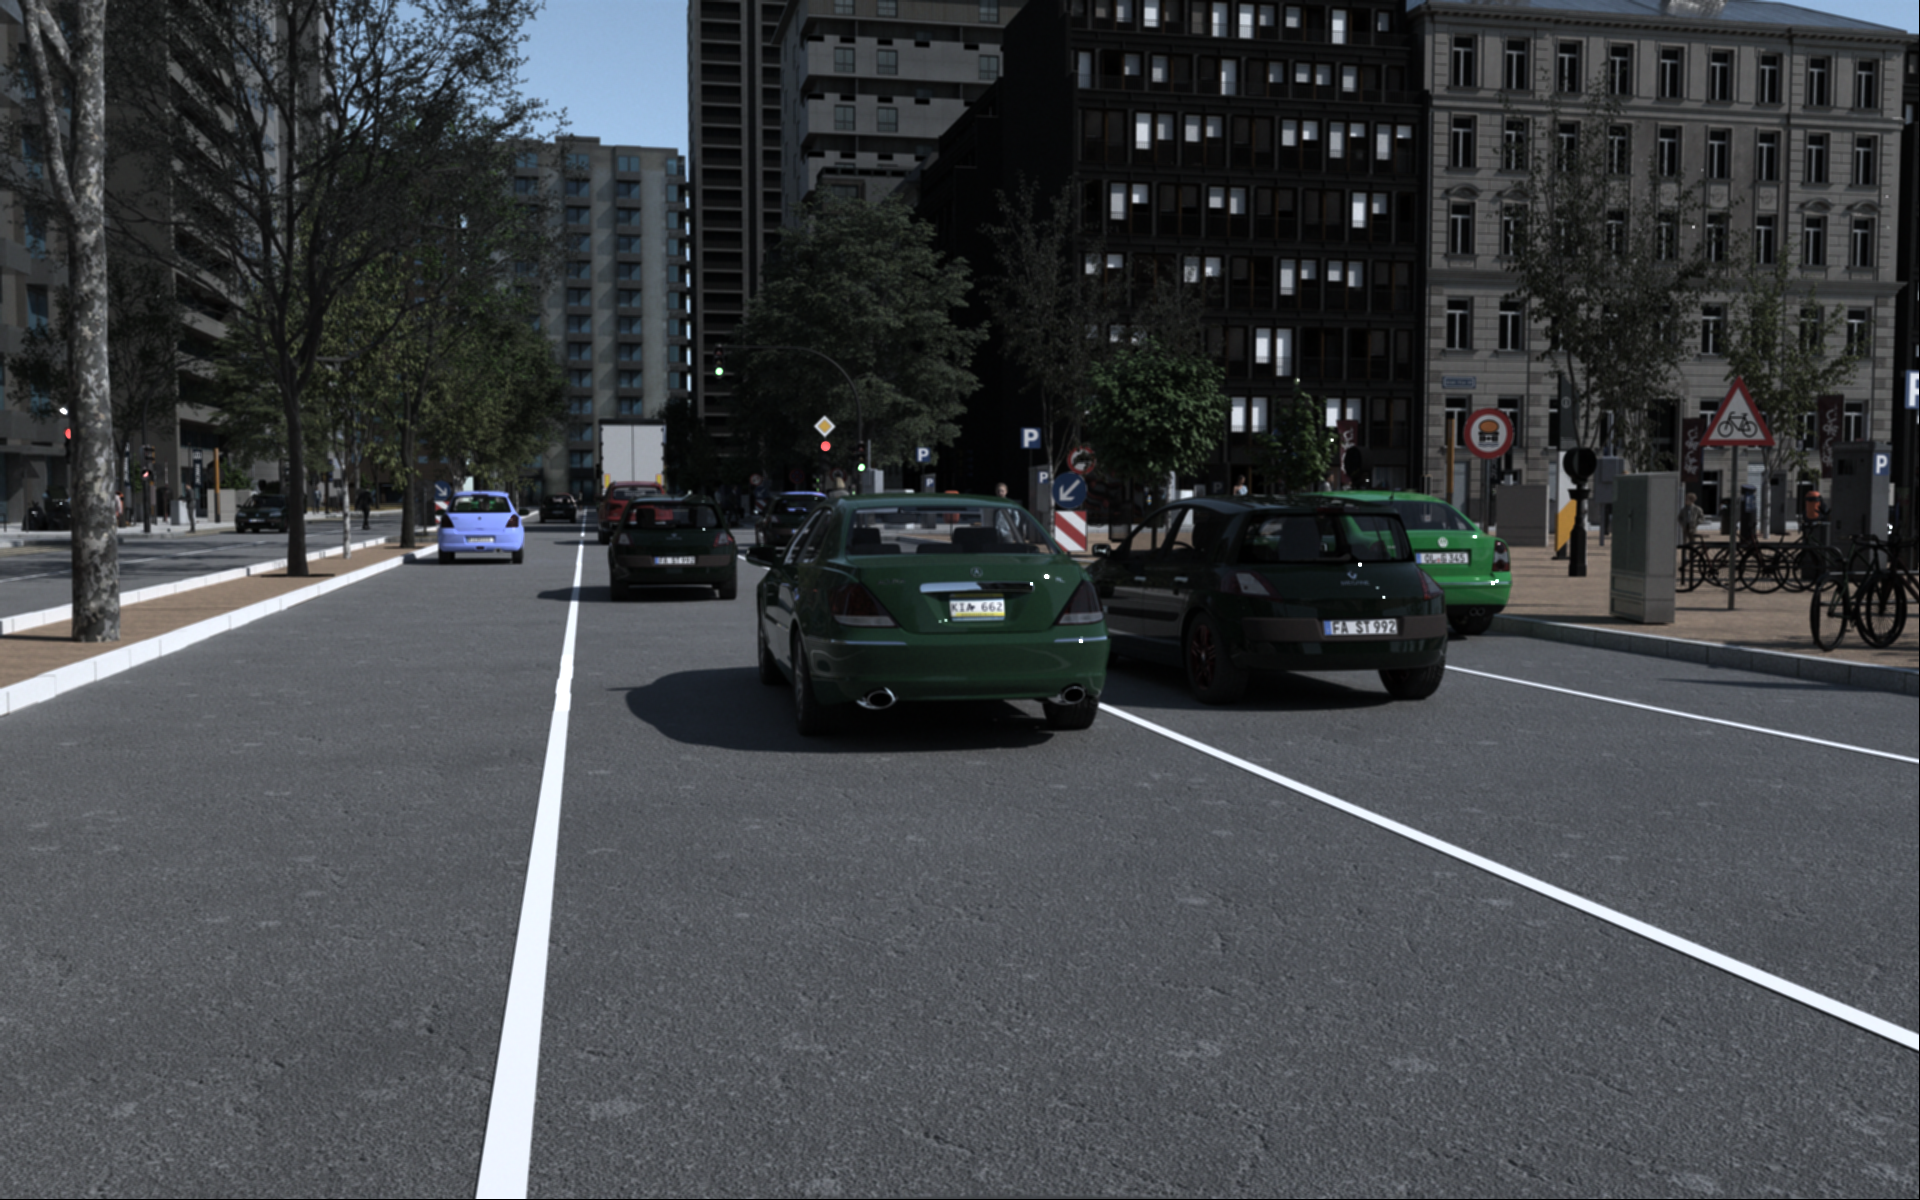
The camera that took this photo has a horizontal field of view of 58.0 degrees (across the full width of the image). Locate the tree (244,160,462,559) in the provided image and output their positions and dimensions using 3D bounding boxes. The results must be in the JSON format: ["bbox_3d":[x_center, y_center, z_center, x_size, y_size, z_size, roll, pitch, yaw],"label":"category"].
[{"bbox_3d":[-13.415,-5.190,37.681,4.737,8.622,4.395,0,3,0],"label":"tree"}]

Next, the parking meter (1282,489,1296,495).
[{"bbox_3d":[9.163,-2.438,48.264,0.372,1.533,0.369,0,3,0],"label":"parking meter"}]

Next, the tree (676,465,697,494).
[{"bbox_3d":[-28.230,-12.105,181.627,4.285,4.588,4.351,0,3,0],"label":"tree"}]

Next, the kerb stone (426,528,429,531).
[{"bbox_3d":[-19.512,-2.484,62.945,0.120,0.150,1.000,-1,4,-12],"label":"kerb stone"}]

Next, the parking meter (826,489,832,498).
[{"bbox_3d":[-6.284,-4.517,82.270,0.372,1.533,0.369,0,3,0],"label":"parking meter"}]

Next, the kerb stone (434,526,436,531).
[{"bbox_3d":[-20.163,-2.675,65.959,0.120,0.150,1.000,-1,4,-12],"label":"kerb stone"}]

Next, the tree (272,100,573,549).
[{"bbox_3d":[-14.348,-7.142,44.977,9.928,11.665,9.643,0,3,0],"label":"tree"}]

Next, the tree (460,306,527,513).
[{"bbox_3d":[-17.770,-6.616,60.990,4.737,8.622,4.395,0,3,0],"label":"tree"}]

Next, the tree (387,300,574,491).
[{"bbox_3d":[-21.878,-8.702,79.147,8.767,10.594,7.601,-1,4,-12],"label":"tree"}]

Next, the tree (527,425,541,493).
[{"bbox_3d":[-25.136,-8.631,93.938,4.737,8.622,4.395,0,3,0],"label":"tree"}]

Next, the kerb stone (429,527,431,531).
[{"bbox_3d":[-19.727,-2.553,63.946,0.120,0.150,1.000,-1,4,-12],"label":"kerb stone"}]

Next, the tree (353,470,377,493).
[{"bbox_3d":[-47.159,-8.711,137.032,1.663,3.219,1.824,0,3,0],"label":"tree"}]

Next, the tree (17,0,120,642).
[{"bbox_3d":[-9.755,-9.691,16.794,12.611,20.169,13.585,0,3,0],"label":"tree"}]

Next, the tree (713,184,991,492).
[{"bbox_3d":[-3.728,-10.075,71.379,9.857,13.997,8.962,0,3,0],"label":"tree"}]

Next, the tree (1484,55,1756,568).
[{"bbox_3d":[10.857,-4.842,29.533,4.360,8.622,3.978,0,3,0],"label":"tree"}]

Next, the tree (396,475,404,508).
[{"bbox_3d":[-50.314,-9.873,156.028,1.663,3.219,1.824,0,3,0],"label":"tree"}]

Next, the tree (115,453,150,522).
[{"bbox_3d":[-38.425,-5.280,80.933,1.663,3.219,1.824,0,3,0],"label":"tree"}]

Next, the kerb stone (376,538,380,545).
[{"bbox_3d":[-16.376,-1.600,48.352,0.120,0.150,1.000,-1,4,-12],"label":"kerb stone"}]

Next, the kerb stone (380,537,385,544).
[{"bbox_3d":[-16.587,-1.659,49.352,0.120,0.150,1.000,-1,4,-12],"label":"kerb stone"}]

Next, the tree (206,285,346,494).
[{"bbox_3d":[-37.488,-10.782,94.415,7.486,12.596,7.792,0,3,0],"label":"tree"}]

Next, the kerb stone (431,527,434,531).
[{"bbox_3d":[-19.940,-2.609,64.953,0.120,0.150,1.000,-1,4,-12],"label":"kerb stone"}]

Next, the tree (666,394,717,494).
[{"bbox_3d":[-34.795,-18.402,211.234,12.009,13.543,11.850,0,3,0],"label":"tree"}]

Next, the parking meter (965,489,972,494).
[{"bbox_3d":[0.441,-5.088,91.598,0.372,1.533,0.369,0,3,0],"label":"parking meter"}]

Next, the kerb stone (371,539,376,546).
[{"bbox_3d":[-16.155,-1.539,47.354,0.120,0.150,1.000,-1,4,-12],"label":"kerb stone"}]

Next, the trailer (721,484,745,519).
[{"bbox_3d":[-13.550,-5.806,101.983,1.471,1.999,3.904,-1,4,-13],"label":"trailer"}]

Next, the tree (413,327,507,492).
[{"bbox_3d":[-21.127,-7.360,73.160,4.360,8.622,3.978,0,3,0],"label":"tree"}]

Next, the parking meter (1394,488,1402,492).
[{"bbox_3d":[18.190,-3.890,72.009,0.372,1.533,0.369,0,3,0],"label":"parking meter"}]

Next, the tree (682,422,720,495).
[{"bbox_3d":[-26.328,-13.867,177.085,4.737,8.622,4.395,0,3,0],"label":"tree"}]

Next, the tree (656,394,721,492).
[{"bbox_3d":[-32.043,-17.227,198.673,9.611,12.733,9.660,0,3,0],"label":"tree"}]

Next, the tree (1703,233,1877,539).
[{"bbox_3d":[23.074,-6.025,48.865,4.737,8.622,4.395,0,3,0],"label":"tree"}]

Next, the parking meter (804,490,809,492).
[{"bbox_3d":[-8.912,-5.602,100.009,0.372,1.533,0.369,0,3,0],"label":"parking meter"}]

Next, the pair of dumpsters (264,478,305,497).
[{"bbox_3d":[-39.397,-6.032,101.122,1.574,2.255,4.437,-1,4,-12],"label":"pair of dumpsters"}]

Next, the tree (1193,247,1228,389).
[{"bbox_3d":[6.223,-6.231,52.237,4.360,8.622,3.978,0,3,0],"label":"tree"}]

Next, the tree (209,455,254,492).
[{"bbox_3d":[-35.504,-5.436,83.472,1.663,3.219,1.824,0,3,0],"label":"tree"}]

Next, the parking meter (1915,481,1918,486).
[{"bbox_3d":[43.709,-4.506,79.382,0.255,1.863,0.399,1,4,17],"label":"parking meter"}]

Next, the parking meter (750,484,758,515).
[{"bbox_3d":[-13.203,-6.473,111.544,0.399,1.863,0.255,1,4,9],"label":"parking meter"}]

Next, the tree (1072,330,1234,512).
[{"bbox_3d":[3.848,-3.124,34.796,4.285,4.588,4.351,0,3,0],"label":"tree"}]

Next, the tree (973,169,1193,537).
[{"bbox_3d":[2.297,-5.464,39.699,4.360,8.622,3.978,0,3,0],"label":"tree"}]

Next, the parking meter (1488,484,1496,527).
[{"bbox_3d":[20.970,-3.838,68.459,0.255,1.863,0.399,-2,4,-27],"label":"parking meter"}]

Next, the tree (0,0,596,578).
[{"bbox_3d":[-11.358,-7.125,29.323,12.009,13.543,11.850,0,3,0],"label":"tree"}]

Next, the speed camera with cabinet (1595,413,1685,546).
[{"bbox_3d":[16.648,-2.941,42.425,2.038,3.252,0.660,1,4,21],"label":"speed camera with cabinet"}]

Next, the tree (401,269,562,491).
[{"bbox_3d":[-23.846,-10.146,86.468,7.486,12.596,7.792,0,3,0],"label":"tree"}]

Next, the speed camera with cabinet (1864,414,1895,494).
[{"bbox_3d":[23.012,-2.978,43.028,2.038,3.252,0.660,0,4,-7],"label":"speed camera with cabinet"}]

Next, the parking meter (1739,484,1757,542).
[{"bbox_3d":[20.538,-2.246,45.135,0.372,1.533,0.369,0,3,0],"label":"parking meter"}]

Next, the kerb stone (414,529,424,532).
[{"bbox_3d":[-19.074,-2.369,60.937,0.120,0.150,1.000,-1,4,-12],"label":"kerb stone"}]

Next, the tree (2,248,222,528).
[{"bbox_3d":[-31.826,-7.995,65.127,8.767,10.594,7.601,0,4,-5],"label":"tree"}]

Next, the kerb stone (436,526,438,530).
[{"bbox_3d":[-20.373,-2.738,66.964,0.120,0.150,1.000,-1,4,-12],"label":"kerb stone"}]

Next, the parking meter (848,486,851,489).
[{"bbox_3d":[-7.789,-7.203,123.477,0.255,1.863,0.399,1,4,9],"label":"parking meter"}]

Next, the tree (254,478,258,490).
[{"bbox_3d":[-43.785,-6.770,105.291,1.663,3.219,1.824,0,3,0],"label":"tree"}]

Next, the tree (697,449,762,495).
[{"bbox_3d":[-16.822,-9.051,131.704,4.285,4.588,4.351,0,3,0],"label":"tree"}]

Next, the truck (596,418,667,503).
[{"bbox_3d":[-13.238,-4.942,69.711,2.839,4.237,11.283,-1,4,-11],"label":"truck"}]

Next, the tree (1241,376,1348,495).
[{"bbox_3d":[5.450,-2.078,28.580,1.663,3.219,1.824,0,3,0],"label":"tree"}]

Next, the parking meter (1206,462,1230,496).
[{"bbox_3d":[4.695,-1.579,31.534,0.399,1.863,0.255,1,4,17],"label":"parking meter"}]
